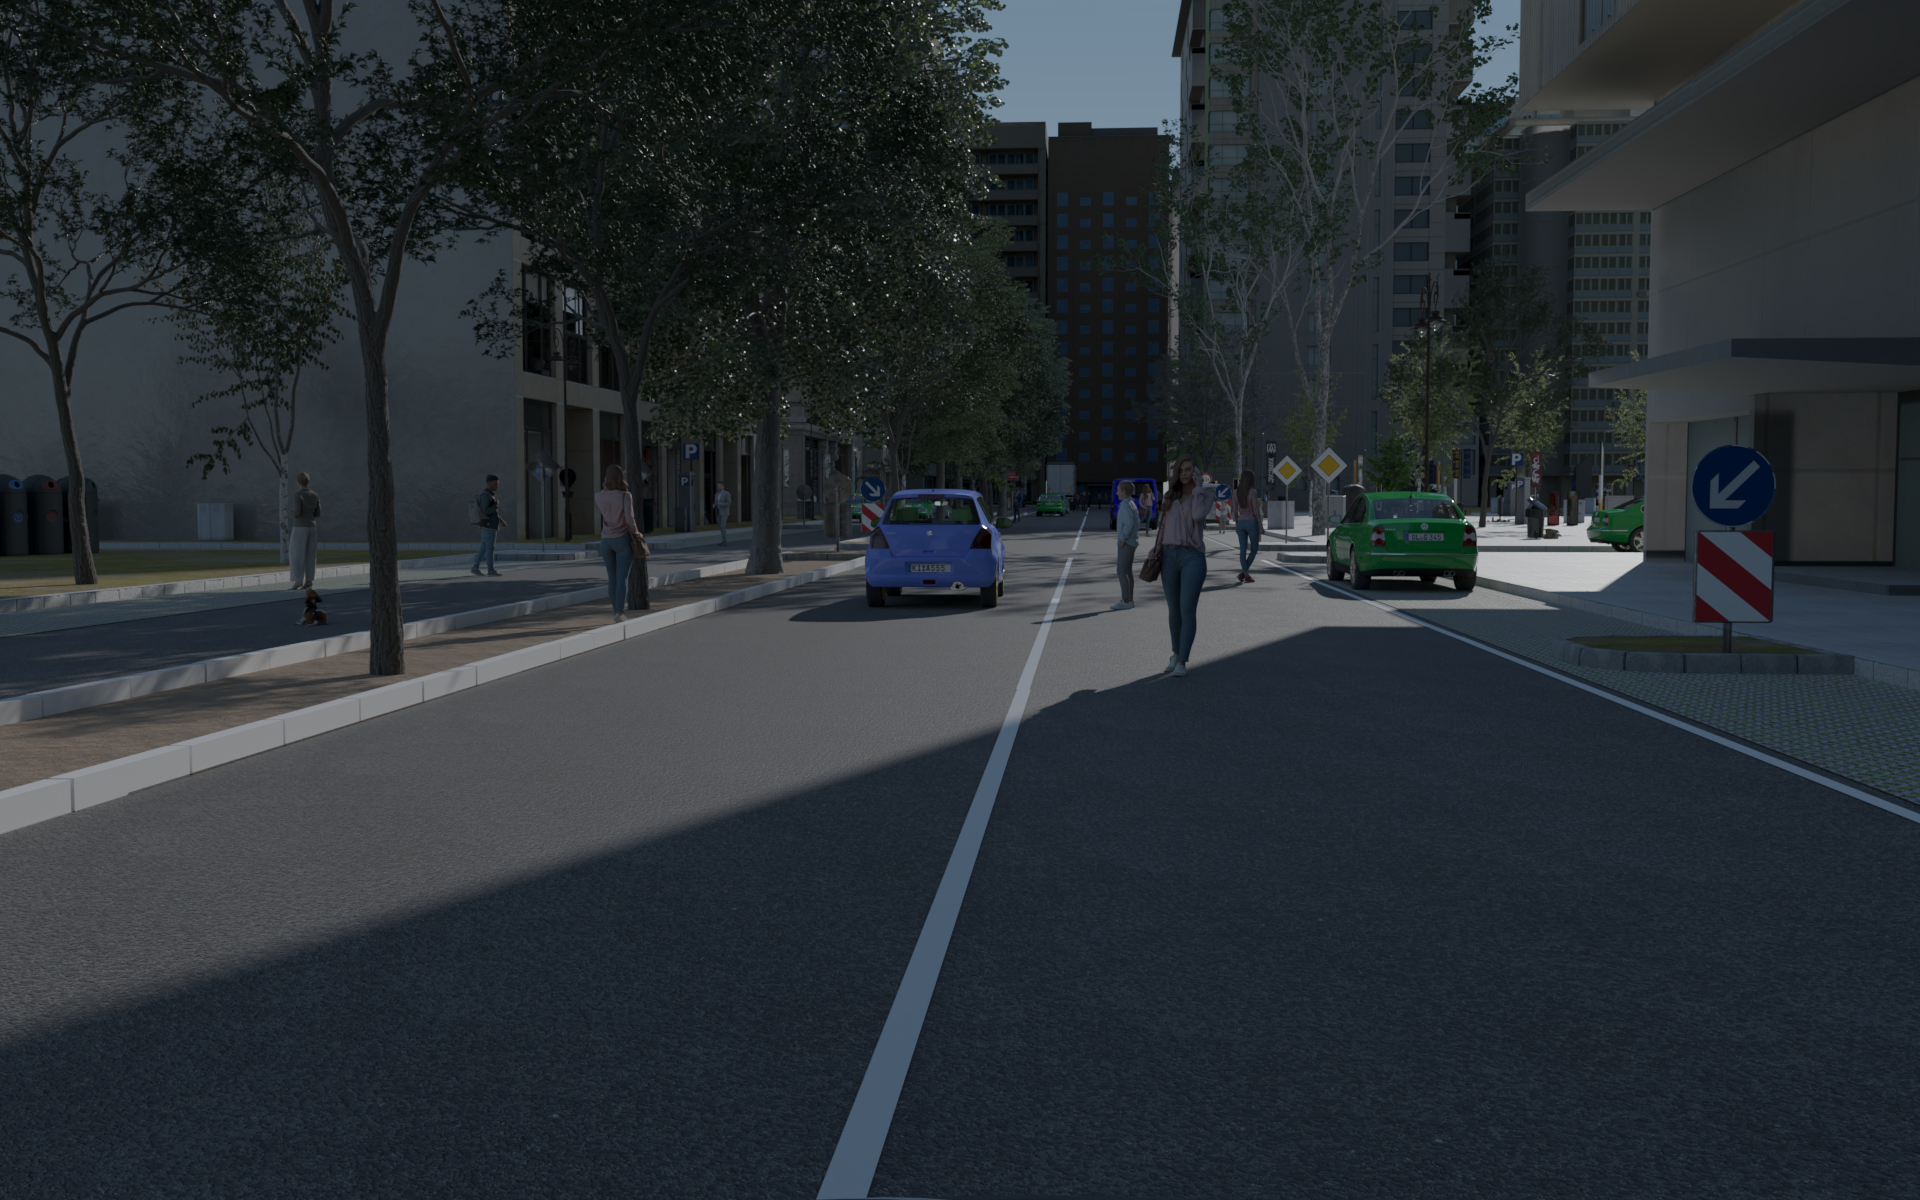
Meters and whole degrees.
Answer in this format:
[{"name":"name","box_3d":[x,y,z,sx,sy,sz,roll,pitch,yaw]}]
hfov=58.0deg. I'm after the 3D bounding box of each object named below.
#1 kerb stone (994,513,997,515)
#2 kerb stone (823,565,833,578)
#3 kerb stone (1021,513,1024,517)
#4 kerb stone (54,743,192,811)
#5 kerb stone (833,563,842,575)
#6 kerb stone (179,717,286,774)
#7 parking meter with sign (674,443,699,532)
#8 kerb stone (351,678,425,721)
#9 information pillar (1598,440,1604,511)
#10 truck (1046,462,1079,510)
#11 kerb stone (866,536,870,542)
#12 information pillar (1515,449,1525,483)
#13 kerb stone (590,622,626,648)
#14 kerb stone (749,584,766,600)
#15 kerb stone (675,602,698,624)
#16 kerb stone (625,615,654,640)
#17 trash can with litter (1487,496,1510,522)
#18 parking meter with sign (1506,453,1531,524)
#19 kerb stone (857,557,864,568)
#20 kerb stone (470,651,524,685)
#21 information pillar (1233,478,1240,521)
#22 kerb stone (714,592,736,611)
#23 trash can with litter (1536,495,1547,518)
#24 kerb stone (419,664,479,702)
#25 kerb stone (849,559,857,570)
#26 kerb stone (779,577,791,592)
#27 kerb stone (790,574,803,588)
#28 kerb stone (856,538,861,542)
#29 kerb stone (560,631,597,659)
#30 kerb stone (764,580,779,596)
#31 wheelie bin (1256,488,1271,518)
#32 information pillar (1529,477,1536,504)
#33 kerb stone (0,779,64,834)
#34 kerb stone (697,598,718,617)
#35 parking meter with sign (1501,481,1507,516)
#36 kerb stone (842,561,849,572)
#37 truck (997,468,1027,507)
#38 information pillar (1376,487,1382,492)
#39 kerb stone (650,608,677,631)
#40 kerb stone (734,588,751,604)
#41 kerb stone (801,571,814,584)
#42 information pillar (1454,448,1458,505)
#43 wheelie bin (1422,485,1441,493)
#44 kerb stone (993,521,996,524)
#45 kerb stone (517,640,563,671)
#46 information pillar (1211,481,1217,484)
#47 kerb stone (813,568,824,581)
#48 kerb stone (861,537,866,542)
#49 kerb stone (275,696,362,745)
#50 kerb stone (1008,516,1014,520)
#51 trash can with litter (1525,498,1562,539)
[{"name":"kerb stone","box_3d":[2.462,-5.947,119.431,0.120,0.150,1.000,0,4,4]},{"name":"kerb stone","box_3d":[-2.365,-0.464,29.781,0.120,0.150,1.000,0,4,4]},{"name":"kerb stone","box_3d":[3.831,-5.374,110.086,0.120,0.150,1.000,0,4,4]},{"name":"kerb stone","box_3d":[-4.019,0.849,8.320,0.120,0.150,1.000,0,4,4]},{"name":"kerb stone","box_3d":[-2.285,-0.526,30.801,0.120,0.150,1.000,0,4,4]},{"name":"kerb stone","box_3d":[-3.944,0.787,9.350,0.120,0.150,1.000,0,4,4]},{"name":"parking meter with sign","box_3d":[-9.304,-3.827,58.825,0.543,3.016,1.738,0,4,4]},{"name":"kerb stone","box_3d":[-3.788,0.661,11.388,0.120,0.150,1.000,0,4,4]},{"name":"information pillar","box_3d":[27.945,-5.147,75.515,0.183,3.616,0.504,2,4,30]},{"name":"truck","box_3d":[9.356,-10.345,158.059,2.839,4.237,11.283,0,4,5]},{"name":"kerb stone","box_3d":[-2.835,-1.759,50.956,0.120,0.150,1.000,0,4,4]},{"name":"information pillar","box_3d":[29.196,-6.051,90.293,0.504,3.616,0.183,-1,4,-11]},{"name":"kerb stone","box_3d":[-3.397,0.349,16.493,0.120,0.150,1.000,0,4,4]},{"name":"kerb stone","box_3d":[-2.844,-0.088,23.642,0.120,0.150,1.000,0,4,4]},{"name":"kerb stone","box_3d":[-3.156,0.161,19.557,0.120,0.150,1.000,0,4,4]},{"name":"kerb stone","box_3d":[-3.308,0.286,17.518,0.120,0.150,1.000,0,4,4]},{"name":"trash can with litter","box_3d":[24.782,-4.207,79.841,1.678,1.210,2.233,1,4,19]},{"name":"parking meter with sign","box_3d":[24.018,-4.744,73.822,0.543,3.016,1.738,3,4,39]},{"name":"kerb stone","box_3d":[-2.051,-0.706,33.870,0.120,0.150,1.000,0,4,4]},{"name":"kerb stone","box_3d":[-3.624,0.536,13.432,0.120,0.150,1.000,0,4,4]},{"name":"information pillar","box_3d":[13.041,-4.706,81.430,0.304,2.012,0.304,3,5,44]},{"name":"kerb stone","box_3d":[-2.991,0.039,21.604,0.120,0.150,1.000,0,4,4]},{"name":"trash can with litter","box_3d":[31.978,-5.135,95.006,2.233,1.210,1.678,1,4,16]},{"name":"kerb stone","box_3d":[-3.706,0.601,12.410,0.120,0.150,1.000,0,4,4]},{"name":"kerb stone","box_3d":[-2.128,-0.651,32.845,0.120,0.150,1.000,0,4,4]},{"name":"kerb stone","box_3d":[-2.687,-0.208,25.689,0.120,0.150,1.000,0,4,4]},{"name":"kerb stone","box_3d":[-2.606,-0.274,26.718,0.120,0.150,1.000,0,4,4]},{"name":"kerb stone","box_3d":[-2.994,-1.632,48.904,0.120,0.150,1.000,0,4,4]},{"name":"kerb stone","box_3d":[-3.473,0.416,15.474,0.120,0.150,1.000,0,4,4]},{"name":"kerb stone","box_3d":[-2.762,-0.150,24.670,0.120,0.150,1.000,0,4,4]},{"name":"wheelie bin","box_3d":[16.017,-5.128,91.758,0.693,1.594,0.980,-2,4,-33]},{"name":"information pillar","box_3d":[25.059,-4.374,76.000,0.304,2.012,0.304,0,4,-6]},{"name":"kerb stone","box_3d":[-4.100,0.913,7.302,0.120,0.150,1.000,0,4,4]},{"name":"kerb stone","box_3d":[-3.079,0.106,20.576,0.120,0.150,1.000,0,4,4]},{"name":"parking meter with sign","box_3d":[32.333,-6.455,101.804,0.543,3.016,1.738,-1,4,-19]},{"name":"kerb stone","box_3d":[-2.209,-0.581,31.821,0.120,0.150,1.000,0,4,4]},{"name":"truck","box_3d":[5.740,-12.218,188.670,2.839,4.237,11.283,0,4,5]},{"name":"information pillar","box_3d":[24.416,-5.901,100.970,0.304,2.012,0.304,1,4,11]},{"name":"kerb stone","box_3d":[-3.237,0.224,18.538,0.120,0.150,1.000,0,4,4]},{"name":"kerb stone","box_3d":[-2.923,-0.026,22.623,0.120,0.150,1.000,0,4,4]},{"name":"kerb stone","box_3d":[-2.524,-0.339,27.739,0.120,0.150,1.000,0,4,4]},{"name":"information pillar","box_3d":[25.394,-5.957,88.752,0.183,3.616,0.504,0,4,8]},{"name":"wheelie bin","box_3d":[16.520,-3.247,60.992,0.693,1.594,0.980,0,4,-4]},{"name":"kerb stone","box_3d":[1.780,-3.744,83.503,0.120,0.150,1.000,0,4,4]},{"name":"kerb stone","box_3d":[-3.551,0.474,14.451,0.120,0.150,1.000,0,4,4]},{"name":"information pillar","box_3d":[14.066,-5.597,95.999,0.304,2.012,0.304,2,4,26]},{"name":"kerb stone","box_3d":[-2.440,-0.401,28.758,0.120,0.150,1.000,0,4,4]},{"name":"kerb stone","box_3d":[-2.914,-1.692,49.929,0.120,0.150,1.000,0,4,4]},{"name":"kerb stone","box_3d":[-3.866,0.724,10.369,0.120,0.150,1.000,0,4,4]},{"name":"kerb stone","box_3d":[2.968,-4.682,98.852,0.120,0.150,1.000,0,4,4]},{"name":"trash can with litter","box_3d":[16.834,-2.357,49.916,0.624,1.170,1.055,-3,5,-41]}]
